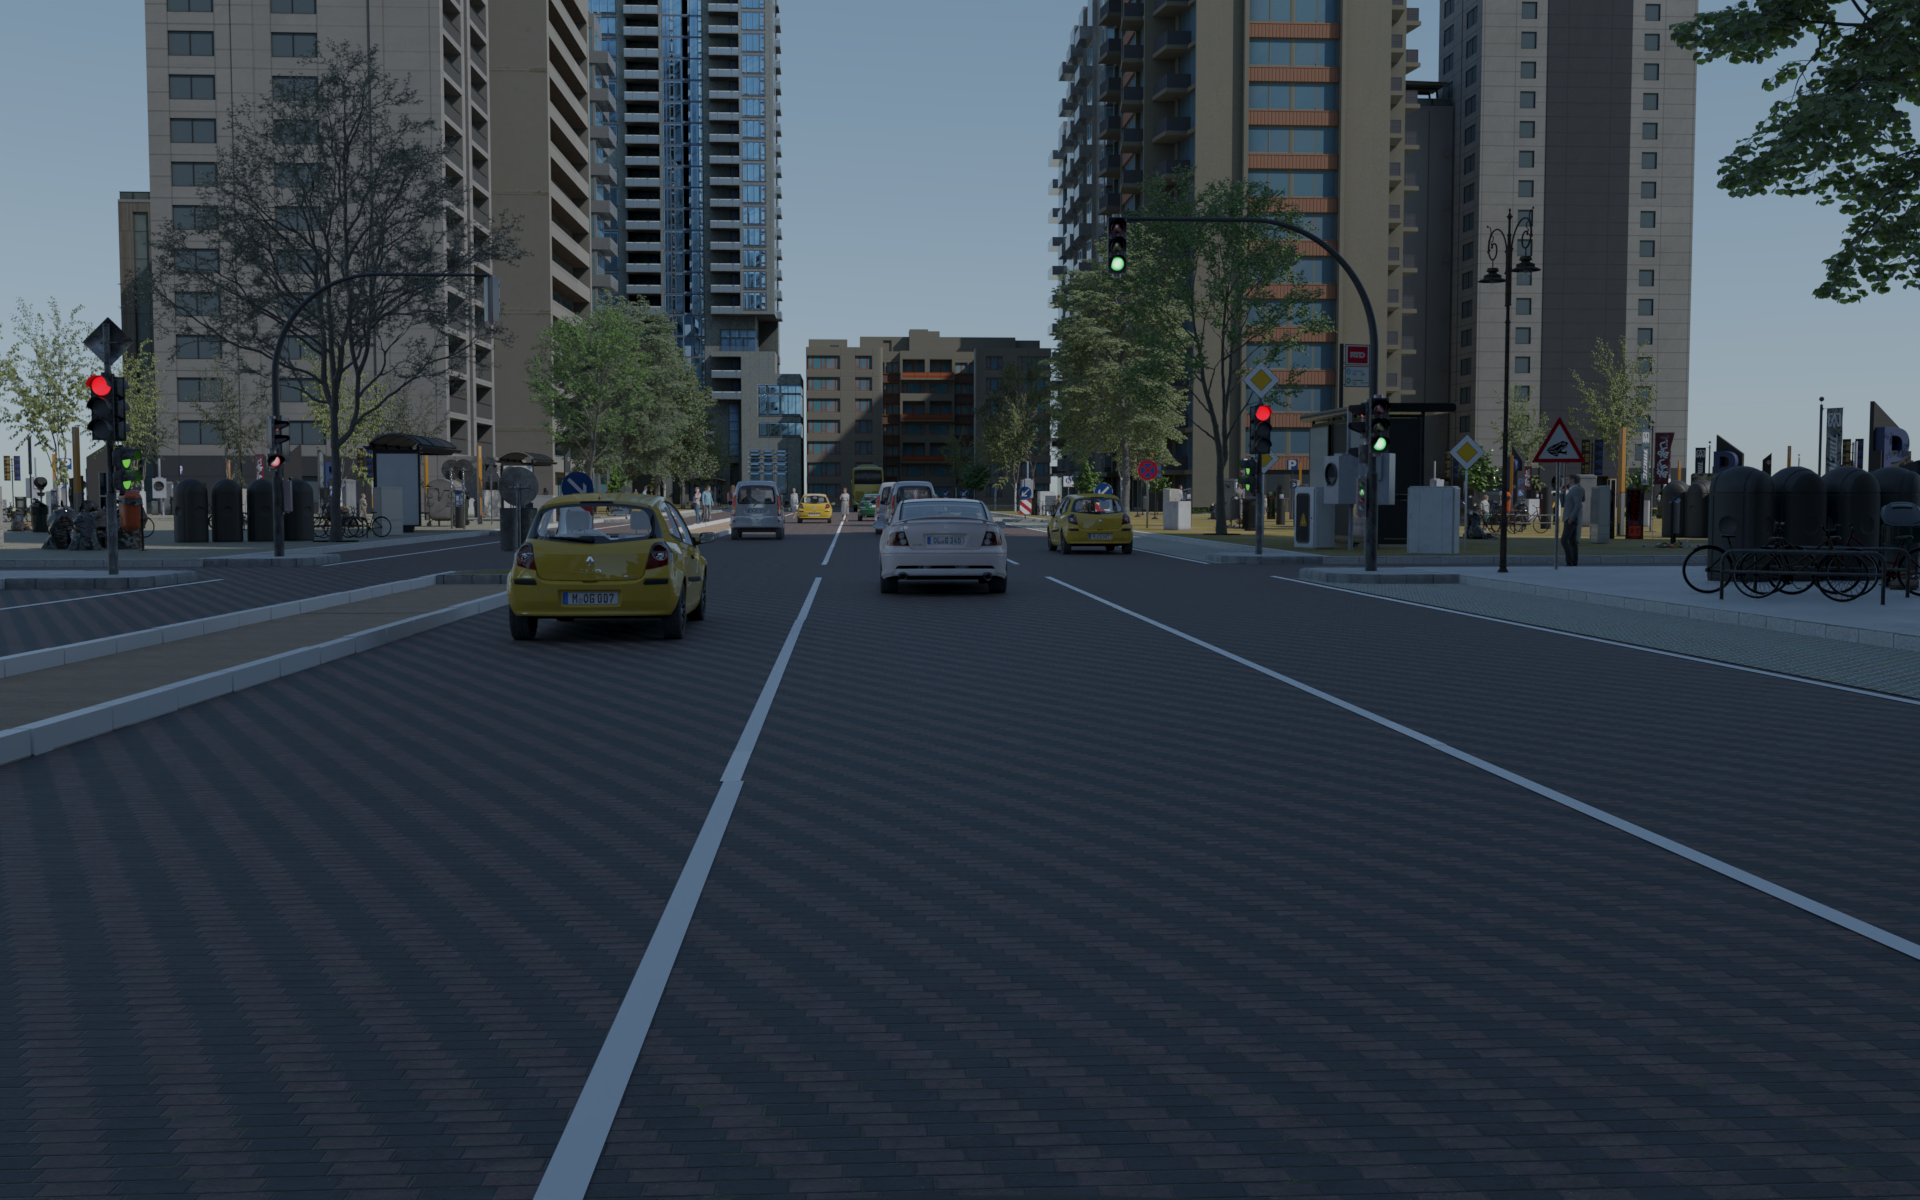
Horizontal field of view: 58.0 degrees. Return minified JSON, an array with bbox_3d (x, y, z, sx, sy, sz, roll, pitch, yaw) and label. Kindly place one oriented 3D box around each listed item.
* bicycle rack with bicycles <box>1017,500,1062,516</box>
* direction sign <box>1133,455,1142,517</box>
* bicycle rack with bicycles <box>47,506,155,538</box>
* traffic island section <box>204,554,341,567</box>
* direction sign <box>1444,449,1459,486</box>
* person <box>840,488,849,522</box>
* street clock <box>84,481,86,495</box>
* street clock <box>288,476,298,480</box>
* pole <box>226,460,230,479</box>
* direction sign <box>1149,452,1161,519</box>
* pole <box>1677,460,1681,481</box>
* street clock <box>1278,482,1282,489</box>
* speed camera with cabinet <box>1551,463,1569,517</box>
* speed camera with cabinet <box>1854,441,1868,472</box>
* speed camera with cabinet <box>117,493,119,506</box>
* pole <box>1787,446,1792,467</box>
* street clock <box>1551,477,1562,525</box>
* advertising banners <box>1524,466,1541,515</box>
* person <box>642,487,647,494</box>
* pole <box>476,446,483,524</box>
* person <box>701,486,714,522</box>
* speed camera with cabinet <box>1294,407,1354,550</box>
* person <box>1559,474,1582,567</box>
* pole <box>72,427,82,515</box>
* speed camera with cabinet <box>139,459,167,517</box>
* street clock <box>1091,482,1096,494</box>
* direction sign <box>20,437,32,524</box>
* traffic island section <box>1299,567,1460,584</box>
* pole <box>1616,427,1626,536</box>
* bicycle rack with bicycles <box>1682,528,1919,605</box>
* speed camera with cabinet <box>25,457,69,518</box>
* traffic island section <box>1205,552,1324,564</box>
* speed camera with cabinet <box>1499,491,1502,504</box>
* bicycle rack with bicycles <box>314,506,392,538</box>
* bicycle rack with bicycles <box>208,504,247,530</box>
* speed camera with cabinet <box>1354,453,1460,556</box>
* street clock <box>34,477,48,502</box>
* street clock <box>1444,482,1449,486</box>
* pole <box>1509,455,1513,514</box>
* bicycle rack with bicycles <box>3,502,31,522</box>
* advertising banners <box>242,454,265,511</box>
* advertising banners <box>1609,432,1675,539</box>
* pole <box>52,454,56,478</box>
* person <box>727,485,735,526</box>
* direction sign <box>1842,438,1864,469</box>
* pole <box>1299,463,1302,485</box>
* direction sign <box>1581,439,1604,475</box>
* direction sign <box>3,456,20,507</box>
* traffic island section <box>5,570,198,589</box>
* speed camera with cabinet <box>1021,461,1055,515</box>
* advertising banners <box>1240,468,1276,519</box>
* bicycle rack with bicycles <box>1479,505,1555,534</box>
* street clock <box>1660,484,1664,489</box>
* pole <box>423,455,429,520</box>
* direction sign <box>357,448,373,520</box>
[{"bbox_3d":[5.056,-5.920,110.168,2.925,0.926,2.852,0,4,2],"label":"bicycle rack with bicycles"},{"bbox_3d":[9.937,-6.416,96.900,0.379,3.537,0.876,3,5,40],"label":"direction sign"},{"bbox_3d":[-25.029,-2.263,50.378,2.925,0.926,2.852,-2,4,-33],"label":"bicycle rack with bicycles"},{"bbox_3d":[-14.023,-0.817,35.638,2.009,0.180,2.903,0,4,-3],"label":"traffic island section"},{"bbox_3d":[24.619,-5.795,86.750,0.379,3.537,0.876,-2,4,-34],"label":"direction sign"},{"bbox_3d":[-5.982,-4.924,89.576,0.480,1.755,0.524,0,4,-1],"label":"person"},{"bbox_3d":[-46.092,-5.279,90.888,0.358,2.002,0.471,1,4,21],"label":"street clock"},{"bbox_3d":[-27.402,-4.077,71.233,0.471,2.002,0.358,3,4,38],"label":"street clock"},{"bbox_3d":[-43.838,-6.727,103.836,0.158,3.312,0.155,0,3,0],"label":"pole"},{"bbox_3d":[9.946,-5.888,88.260,0.876,3.537,0.379,-3,5,-43],"label":"direction sign"},{"bbox_3d":[43.452,-6.779,104.686,0.158,3.312,0.155,0,3,0],"label":"pole"},{"bbox_3d":[19.727,-6.260,106.916,0.358,2.002,0.471,0,4,6],"label":"street clock"},{"bbox_3d":[33.527,-6.284,97.079,2.038,3.252,0.660,-2,4,-28],"label":"speed camera with cabinet"},{"bbox_3d":[33.109,-4.286,64.412,2.038,3.252,0.660,-2,4,-35],"label":"speed camera with cabinet"},{"bbox_3d":[-44.025,-5.801,89.184,2.038,3.252,0.660,2,4,28],"label":"speed camera with cabinet"},{"bbox_3d":[35.001,-4.852,73.172,0.158,3.312,0.155,0,3,0],"label":"pole"},{"bbox_3d":[24.799,-4.125,72.020,0.358,2.002,0.471,-1,4,-12],"label":"street clock"},{"bbox_3d":[36.090,-6.824,107.753,2.074,3.025,0.090,2,4,23],"label":"advertising banners"},{"bbox_3d":[-17.716,-5.426,97.069,0.748,1.841,0.638,1,4,9],"label":"person"},{"bbox_3d":[-20.256,-4.843,73.023,0.158,3.312,0.155,0,3,0],"label":"pole"},{"bbox_3d":[-12.550,-4.742,85.888,0.638,1.841,0.748,-2,4,-31],"label":"person"},{"bbox_3d":[8.485,-2.801,40.135,0.660,3.252,2.038,-1,4,-17],"label":"speed camera with cabinet"},{"bbox_3d":[11.501,-1.467,32.669,0.473,1.802,0.592,2,4,28],"label":"person"},{"bbox_3d":[-26.845,-3.597,52.662,0.158,3.312,0.155,0,3,0],"label":"pole"},{"bbox_3d":[-45.276,-6.238,96.326,2.038,3.252,0.660,-1,4,-19],"label":"speed camera with cabinet"},{"bbox_3d":[7.438,-5.602,96.167,0.471,2.002,0.358,1,4,21],"label":"street clock"},{"bbox_3d":[-36.771,-4.681,68.529,0.379,3.537,0.876,-2,4,-35],"label":"direction sign"},{"bbox_3d":[6.866,-0.405,28.902,2.009,0.180,2.903,0,4,-3],"label":"traffic island section"},{"bbox_3d":[20.213,-3.614,52.930,0.158,3.312,0.155,0,3,0],"label":"pole"},{"bbox_3d":[10.461,-0.494,21.455,2.925,0.926,2.852,3,4,38],"label":"bicycle rack with bicycles"},{"bbox_3d":[-49.537,-6.094,93.979,0.660,3.252,2.038,2,4,35],"label":"speed camera with cabinet"},{"bbox_3d":[6.381,-0.892,36.872,2.009,0.180,2.903,0,4,-3],"label":"traffic island section"},{"bbox_3d":[33.736,-6.828,105.970,0.660,3.252,2.038,3,5,43],"label":"speed camera with cabinet"},{"bbox_3d":[-18.275,-2.300,50.989,2.925,0.926,2.852,-1,4,-22],"label":"bicycle rack with bicycles"},{"bbox_3d":[-25.931,-2.973,61.996,2.925,0.926,2.852,0,4,7],"label":"bicycle rack with bicycles"},{"bbox_3d":[9.522,-2.592,36.722,2.038,3.252,0.660,2,4,27],"label":"speed camera with cabinet"},{"bbox_3d":[-38.630,-4.174,72.819,0.358,2.002,0.471,2,4,34],"label":"street clock"},{"bbox_3d":[28.146,-5.857,100.327,0.358,2.002,0.471,1,4,9],"label":"street clock"},{"bbox_3d":[28.993,-5.948,91.100,0.158,3.312,0.155,0,3,0],"label":"pole"},{"bbox_3d":[-43.417,-3.991,78.634,2.925,0.926,2.852,-1,4,-15],"label":"bicycle rack with bicycles"},{"bbox_3d":[-31.363,-4.885,76.056,2.074,3.025,0.090,1,4,17],"label":"advertising banners"},{"bbox_3d":[19.181,-3.246,49.264,2.074,3.025,0.090,1,4,17],"label":"advertising banners"},{"bbox_3d":[-45.935,-5.751,87.871,0.158,3.312,0.155,0,3,0],"label":"pole"},{"bbox_3d":[-9.959,-4.139,76.175,0.555,1.821,0.388,1,4,13],"label":"person"},{"bbox_3d":[36.526,-4.827,70.923,0.379,3.537,0.876,-2,4,-33],"label":"direction sign"},{"bbox_3d":[22.159,-7.279,112.852,0.158,3.312,0.155,0,3,0],"label":"pole"},{"bbox_3d":[26.211,-4.885,71.868,0.876,3.537,0.379,3,4,36],"label":"direction sign"},{"bbox_3d":[-55.897,-6.740,102.193,0.876,3.537,0.379,-3,5,-40],"label":"direction sign"},{"bbox_3d":[-13.537,-0.329,27.668,2.009,0.180,2.903,0,4,-3],"label":"traffic island section"},{"bbox_3d":[4.725,-6.774,105.088,2.038,3.252,0.660,-1,4,-10],"label":"speed camera with cabinet"},{"bbox_3d":[15.137,-5.619,88.051,2.074,3.025,0.090,2,4,28],"label":"advertising banners"},{"bbox_3d":[18.153,-2.664,56.946,2.925,0.926,2.852,-1,4,-20],"label":"bicycle rack with bicycles"},{"bbox_3d":[42.513,-6.125,104.712,0.358,2.002,0.471,3,4,38],"label":"street clock"},{"bbox_3d":[-26.130,-5.562,84.774,0.158,3.312,0.155,0,3,0],"label":"pole"},{"bbox_3d":[-29.283,-5.706,85.288,0.876,3.537,0.379,1,4,19],"label":"direction sign"}]
